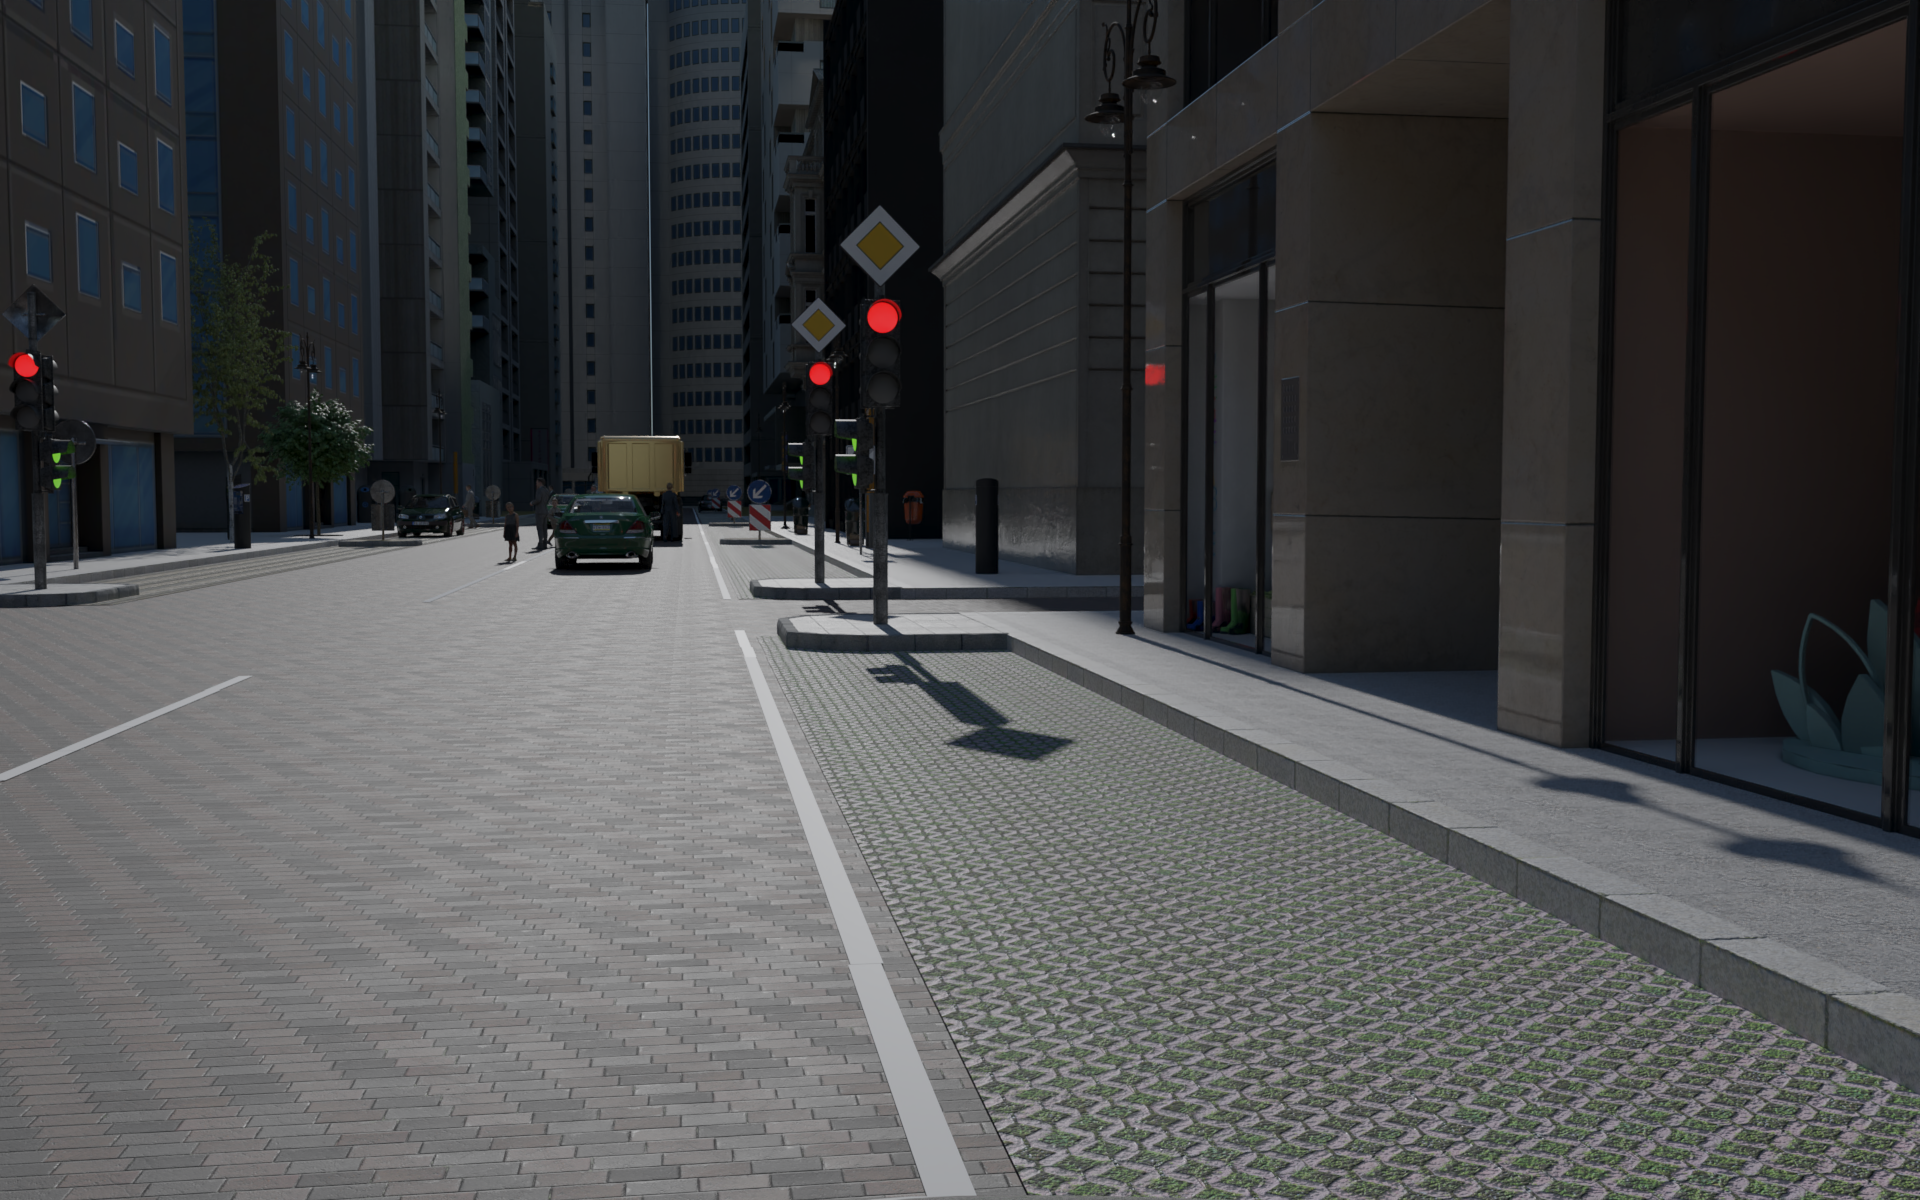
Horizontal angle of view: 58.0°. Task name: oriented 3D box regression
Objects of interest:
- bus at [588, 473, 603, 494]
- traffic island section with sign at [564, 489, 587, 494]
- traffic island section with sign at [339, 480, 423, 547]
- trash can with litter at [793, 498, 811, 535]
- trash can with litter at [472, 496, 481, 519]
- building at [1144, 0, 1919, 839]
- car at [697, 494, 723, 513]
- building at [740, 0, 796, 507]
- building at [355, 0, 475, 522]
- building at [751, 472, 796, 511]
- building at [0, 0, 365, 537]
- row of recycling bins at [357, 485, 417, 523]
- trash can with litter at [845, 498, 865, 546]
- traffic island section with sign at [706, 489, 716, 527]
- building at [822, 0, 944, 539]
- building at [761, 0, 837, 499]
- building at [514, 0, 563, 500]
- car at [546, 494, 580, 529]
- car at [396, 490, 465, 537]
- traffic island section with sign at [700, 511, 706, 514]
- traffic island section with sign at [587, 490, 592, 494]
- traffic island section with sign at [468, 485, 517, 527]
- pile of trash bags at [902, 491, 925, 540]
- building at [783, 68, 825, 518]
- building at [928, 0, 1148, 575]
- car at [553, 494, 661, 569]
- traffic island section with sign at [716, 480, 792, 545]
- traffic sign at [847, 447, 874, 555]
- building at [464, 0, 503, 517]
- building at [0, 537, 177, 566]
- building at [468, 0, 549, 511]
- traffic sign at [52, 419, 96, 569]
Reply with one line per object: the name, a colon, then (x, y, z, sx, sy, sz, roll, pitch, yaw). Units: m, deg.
bus: (-26.266, -8.541, 131.195, 2.896, 3.916, 12.252, 0, 4, -8)
traffic island section with sign: (-27.924, -7.053, 123.940, 1.989, 1.847, 2.006, -1, 4, -9)
traffic island section with sign: (-15.922, -2.391, 47.719, 1.989, 1.847, 2.006, -1, 4, -9)
trash can with litter: (-4.998, -2.677, 55.164, 0.624, 1.170, 1.055, -1, 4, -11)
trash can with litter: (-24.523, -4.673, 87.797, 0.624, 1.170, 1.055, -1, 4, -23)
building: (13.892, -11.995, 0.628, 19.350, 26.468, 34.151, -1, 4, -9)
car: (-18.871, -7.401, 130.800, 2.009, 1.686, 4.222, -1, 4, -10)
building: (-9.605, -33.050, 164.062, 21.300, 48.544, 21.600, -1, 4, -9)
building: (-32.020, -24.512, 84.370, 14.154, 41.232, 14.086, -1, 4, -9)
building: (-0.859, -27.570, 142.654, 32.217, 40.220, 23.993, -1, 4, -9)
building: (-30.246, -25.201, 62.151, 14.600, 45.320, 14.200, -1, 4, -9)
row of recycling bins: (-26.018, -4.281, 77.108, 3.534, 1.692, 1.069, -1, 4, -13)
trash can with litter: (-2.539, -1.942, 43.144, 0.624, 1.170, 1.055, -1, 4, -9)
traffic island section with sign: (-10.092, -4.148, 76.455, 1.989, 1.847, 2.006, -1, 4, -9)
building: (2.283, -13.902, 56.968, 12.332, 23.373, 15.834, -1, 4, -9)
building: (0.680, -32.249, 116.502, 28.713, 52.752, 27.495, -1, 4, -9)
building: (-48.095, -32.684, 158.086, 21.600, 48.544, 21.300, -1, 4, -9)
car: (-16.585, -3.753, 73.159, 2.131, 1.459, 4.920, -1, 4, -10)
car: (-17.823, -2.972, 58.383, 2.009, 1.686, 4.222, 0, 4, -7)
traffic island section with sign: (-17.933, -7.198, 126.323, 1.989, 1.847, 2.006, -1, 4, -9)
traffic island section with sign: (-32.122, -8.691, 150.731, 1.989, 1.847, 2.006, -1, 4, -9)
traffic island section with sign: (-20.237, -4.070, 75.174, 1.989, 1.847, 2.006, -1, 4, -9)
pile of trash bags: (0.022, -2.316, 47.623, 3.447, 1.369, 1.912, 1, 4, 20)
building: (-1.073, -16.116, 82.579, 14.460, 24.649, 34.723, -1, 4, -9)
building: (14.767, -12.398, 35.984, 30.059, 22.955, 16.112, -1, 4, -9)
car: (-7.041, -1.387, 34.471, 2.131, 1.459, 4.920, -1, 4, -9)
traffic island section with sign: (-5.847, -2.492, 49.365, 1.989, 1.847, 2.006, -1, 4, -9)
traffic sign: (-2.097, -2.107, 36.572, 0.606, 2.300, 0.079, 0, 4, -4)
building: (-40.531, -48.712, 109.108, 22.319, 86.520, 31.000, -1, 4, -9)
building: (-24.011, -23.362, 32.073, 14.600, 45.320, 14.200, -1, 4, -9)
building: (-43.737, -42.706, 136.487, 20.563, 71.187, 20.611, -1, 4, -9)
traffic sign: (-15.103, -1.799, 29.517, 0.768, 2.556, 0.104, 0, 4, 0)
